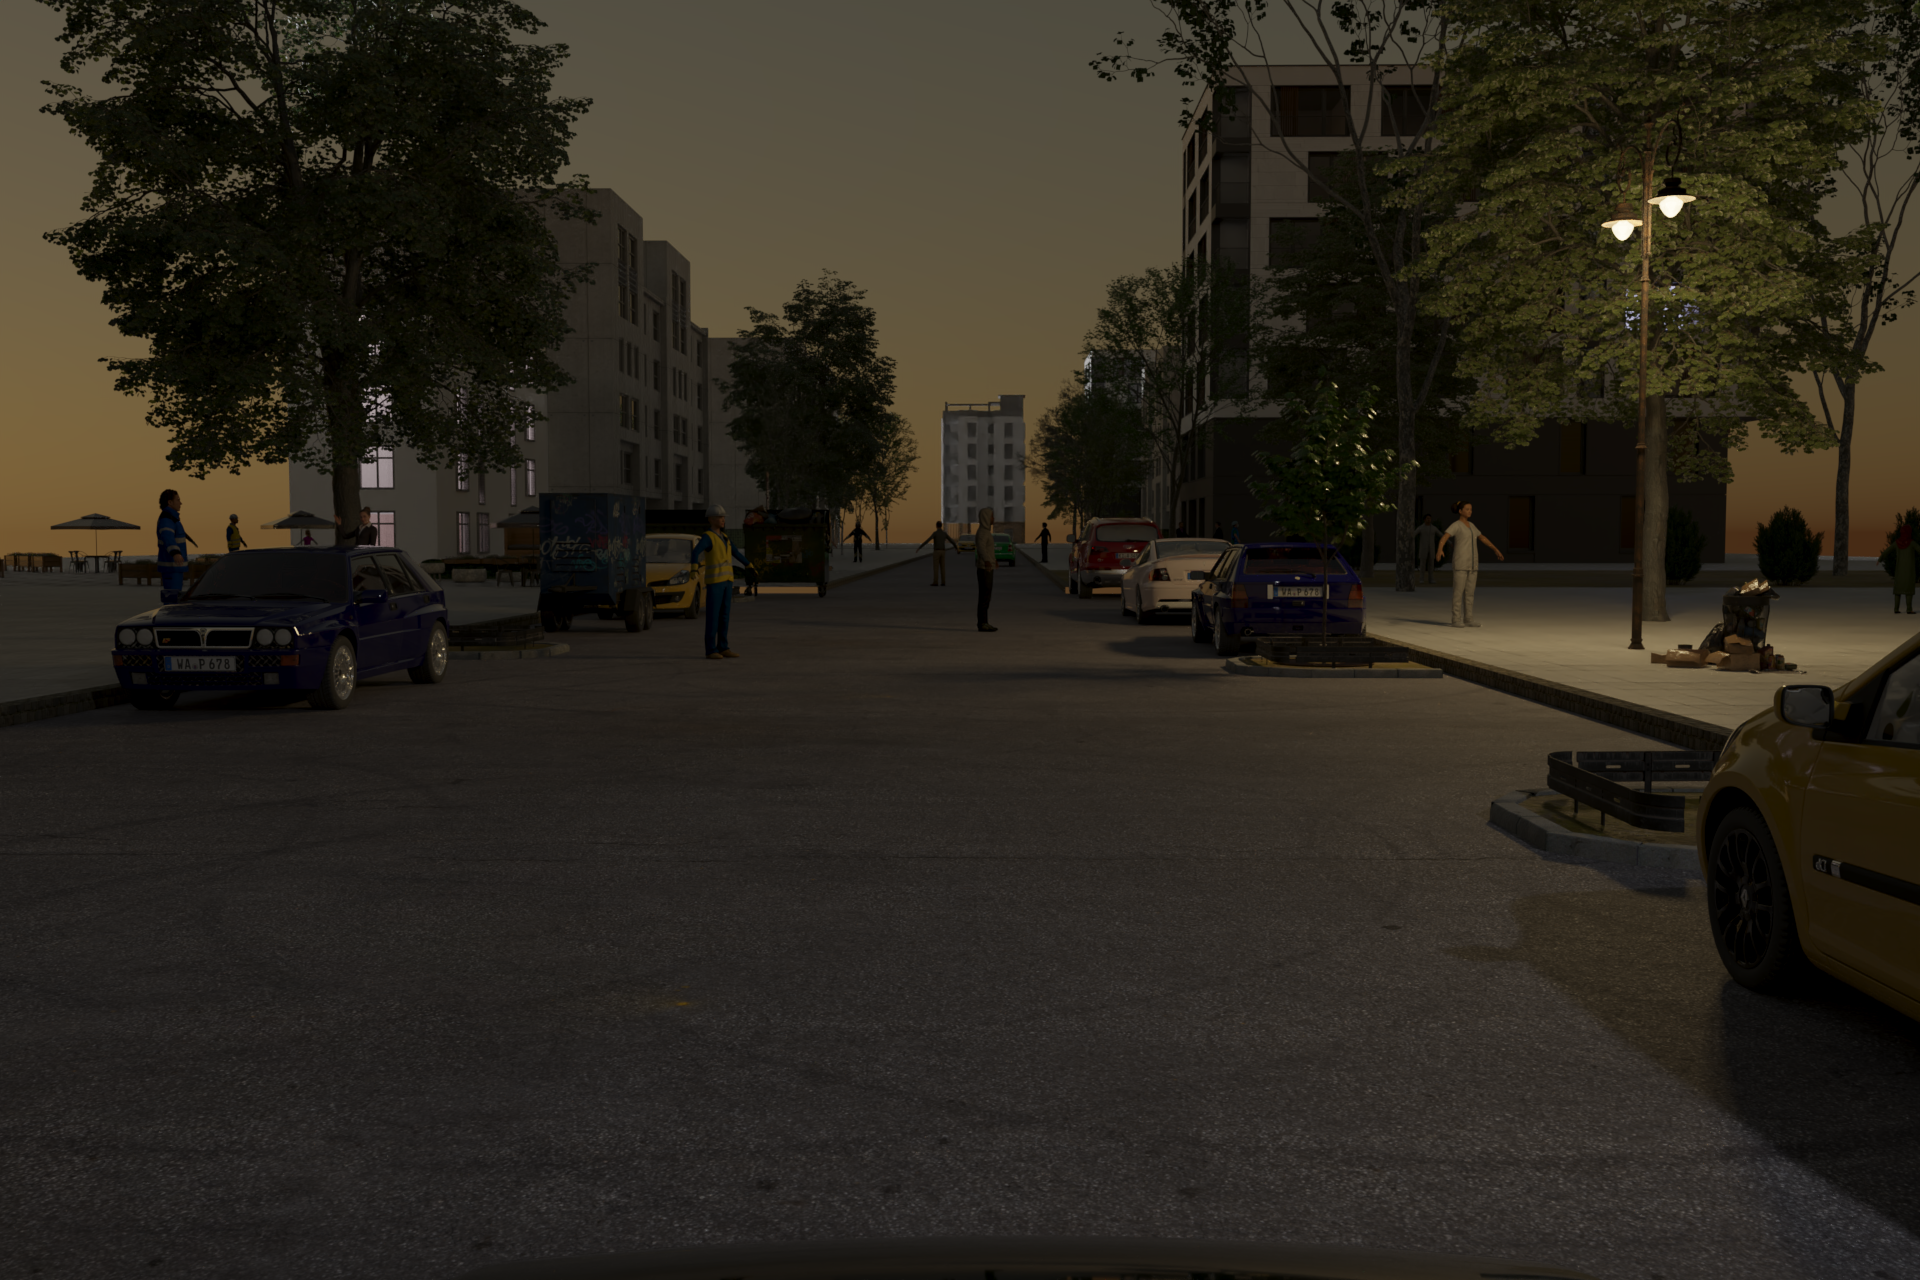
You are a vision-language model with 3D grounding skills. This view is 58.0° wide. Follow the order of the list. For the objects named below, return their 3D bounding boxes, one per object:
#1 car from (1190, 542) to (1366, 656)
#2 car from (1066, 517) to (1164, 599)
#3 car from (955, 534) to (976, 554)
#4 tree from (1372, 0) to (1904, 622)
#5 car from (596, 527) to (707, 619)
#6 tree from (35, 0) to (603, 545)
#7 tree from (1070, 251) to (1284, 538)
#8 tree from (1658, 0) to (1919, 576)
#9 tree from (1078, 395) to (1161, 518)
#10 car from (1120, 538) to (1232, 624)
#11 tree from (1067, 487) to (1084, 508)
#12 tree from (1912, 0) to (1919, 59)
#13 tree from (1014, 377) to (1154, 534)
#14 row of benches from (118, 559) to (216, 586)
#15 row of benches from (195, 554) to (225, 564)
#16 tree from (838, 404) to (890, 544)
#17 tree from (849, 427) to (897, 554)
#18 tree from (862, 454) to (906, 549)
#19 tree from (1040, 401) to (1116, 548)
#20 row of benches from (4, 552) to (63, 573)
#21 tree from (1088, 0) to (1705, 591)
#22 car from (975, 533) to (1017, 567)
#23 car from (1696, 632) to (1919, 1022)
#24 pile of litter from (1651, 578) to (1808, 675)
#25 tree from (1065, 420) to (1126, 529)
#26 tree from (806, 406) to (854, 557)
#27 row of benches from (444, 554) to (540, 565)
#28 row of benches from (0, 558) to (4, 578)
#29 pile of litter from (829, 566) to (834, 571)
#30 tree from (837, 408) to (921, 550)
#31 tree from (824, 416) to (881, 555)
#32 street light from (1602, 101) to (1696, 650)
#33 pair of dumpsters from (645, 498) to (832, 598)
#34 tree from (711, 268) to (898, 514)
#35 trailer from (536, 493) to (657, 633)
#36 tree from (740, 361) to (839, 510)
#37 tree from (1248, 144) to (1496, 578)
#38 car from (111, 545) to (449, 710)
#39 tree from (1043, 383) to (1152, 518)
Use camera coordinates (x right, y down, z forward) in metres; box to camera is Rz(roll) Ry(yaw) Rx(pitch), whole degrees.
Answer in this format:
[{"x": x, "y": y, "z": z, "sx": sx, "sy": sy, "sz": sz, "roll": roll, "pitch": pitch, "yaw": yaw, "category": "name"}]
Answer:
[{"x": 3.908, "y": -0.556, "z": 21.676, "sx": 1.945, "sy": 1.354, "sz": 3.894, "roll": 0, "pitch": 4, "yaw": 1, "category": "car"}, {"x": 3.630, "y": -1.911, "z": 39.910, "sx": 2.281, "sy": 1.827, "sz": 5.304, "roll": 0, "pitch": 4, "yaw": 0, "category": "car"}, {"x": 0.637, "y": -6.984, "z": 124.410, "sx": 2.015, "sy": 1.641, "sz": 3.980, "roll": 0, "pitch": 4, "yaw": 1, "category": "car"}, {"x": 9.817, "y": -6.546, "z": 25.148, "sx": 7.486, "sy": 12.596, "sz": 7.792, "roll": 0, "pitch": 3, "yaw": 0, "category": "tree"}, {"x": -5.232, "y": -1.233, "z": 30.384, "sx": 2.015, "sy": 1.641, "sz": 3.980, "roll": 0, "pitch": 4, "yaw": 1, "category": "car"}, {"x": -11.092, "y": -7.592, "z": 30.786, "sx": 9.857, "sy": 13.997, "sz": 8.962, "roll": 0, "pitch": 3, "yaw": 0, "category": "tree"}, {"x": 7.961, "y": -8.411, "z": 63.278, "sx": 9.928, "sy": 11.665, "sz": 9.643, "roll": 0, "pitch": 3, "yaw": 0, "category": "tree"}, {"x": 27.743, "y": -12.130, "z": 54.214, "sx": 12.611, "sy": 20.169, "sz": 13.585, "roll": 0, "pitch": 3, "yaw": 0, "category": "tree"}, {"x": 8.024, "y": -8.525, "z": 89.740, "sx": 4.737, "sy": 8.622, "sz": 4.395, "roll": 0, "pitch": 3, "yaw": 0, "category": "tree"}, {"x": 3.749, "y": -1.009, "z": 28.856, "sx": 2.083, "sy": 1.381, "sz": 4.827, "roll": 0, "pitch": 4, "yaw": 0, "category": "car"}, {"x": 17.383, "y": -18.803, "z": 233.185, "sx": 9.928, "sy": 11.665, "sz": 9.643, "roll": 0, "pitch": 3, "yaw": 0, "category": "tree"}, {"x": 9.475, "y": -6.273, "z": 9.216, "sx": 9.857, "sy": 13.997, "sz": 8.962, "roll": 0, "pitch": 3, "yaw": 0, "category": "tree"}, {"x": 9.229, "y": -13.518, "z": 131.381, "sx": 12.009, "sy": 13.543, "sz": 11.850, "roll": 0, "pitch": 3, "yaw": 0, "category": "tree"}, {"x": -19.130, "y": -1.681, "z": 42.954, "sx": 4.104, "sy": 0.672, "sz": 1.422, "roll": 2, "pitch": 4, "yaw": 24, "category": "row of benches"}, {"x": -22.437, "y": -2.281, "z": 52.753, "sx": 1.422, "sy": 0.672, "sz": 4.104, "roll": -3, "pitch": 4, "yaw": -38, "category": "row of benches"}, {"x": -15.591, "y": -23.260, "z": 236.194, "sx": 12.611, "sy": 20.169, "sz": 13.585, "roll": 0, "pitch": 3, "yaw": 0, "category": "tree"}, {"x": -6.808, "y": -9.966, "z": 113.312, "sx": 4.360, "sy": 8.622, "sz": 3.978, "roll": 0, "pitch": 3, "yaw": 0, "category": "tree"}, {"x": -6.379, "y": -11.901, "z": 144.938, "sx": 4.737, "sy": 8.622, "sz": 4.395, "roll": 0, "pitch": 3, "yaw": 0, "category": "tree"}, {"x": 10.118, "y": -14.042, "z": 147.713, "sx": 7.486, "sy": 12.596, "sz": 7.792, "roll": 0, "pitch": 3, "yaw": 0, "category": "tree"}, {"x": -31.548, "y": -2.661, "z": 58.966, "sx": 4.104, "sy": 0.672, "sz": 1.422, "roll": 3, "pitch": 5, "yaw": 45, "category": "row of benches"}, {"x": 9.089, "y": -11.076, "z": 36.976, "sx": 12.611, "sy": 20.169, "sz": 13.585, "roll": 0, "pitch": 3, "yaw": 0, "category": "tree"}, {"x": 1.573, "y": -4.198, "z": 77.439, "sx": 1.959, "sy": 1.807, "sz": 4.718, "roll": 0, "pitch": 4, "yaw": 1, "category": "car"}, {"x": 3.263, "y": 0.366, "z": 4.242, "sx": 2.015, "sy": 1.641, "sz": 3.980, "roll": 0, "pitch": 4, "yaw": 2, "category": "car"}, {"x": 7.366, "y": -0.164, "z": 16.642, "sx": 1.176, "sy": 0.858, "sz": 1.719, "roll": 0, "pitch": 4, "yaw": 1, "category": "pile of litter"}, {"x": 8.156, "y": -9.691, "z": 108.813, "sx": 4.360, "sy": 8.622, "sz": 3.978, "roll": 0, "pitch": 3, "yaw": 0, "category": "tree"}, {"x": -6.951, "y": -8.929, "z": 96.355, "sx": 4.360, "sy": 8.622, "sz": 3.978, "roll": 0, "pitch": 3, "yaw": 0, "category": "tree"}, {"x": -14.067, "y": -2.311, "z": 53.244, "sx": 1.422, "sy": 0.672, "sz": 4.104, "roll": 2, "pitch": 4, "yaw": 35, "category": "row of benches"}, {"x": -29.268, "y": -2.235, "z": 51.999, "sx": 1.422, "sy": 0.672, "sz": 4.104, "roll": -2, "pitch": 4, "yaw": -34, "category": "row of benches"}, {"x": -5.005, "y": -2.847, "z": 60.519, "sx": 1.176, "sy": 0.858, "sz": 1.719, "roll": 0, "pitch": 4, "yaw": 1, "category": "pile of litter"}, {"x": -6.633, "y": -12.851, "z": 135.864, "sx": 9.928, "sy": 11.665, "sz": 9.643, "roll": 0, "pitch": 3, "yaw": 0, "category": "tree"}, {"x": -7.048, "y": -9.464, "z": 105.094, "sx": 4.737, "sy": 8.622, "sz": 4.395, "roll": 0, "pitch": 3, "yaw": 0, "category": "tree"}, {"x": 7.536, "y": -2.834, "z": 19.118, "sx": 0.468, "sy": 5.910, "sz": 1.993, "roll": 0, "pitch": 4, "yaw": 1, "category": "street light"}, {"x": -5.154, "y": -2.106, "z": 39.387, "sx": 4.436, "sy": 2.255, "sz": 1.574, "roll": 0, "pitch": 4, "yaw": 1, "category": "pair of dumpsters"}, {"x": -7.396, "y": -10.898, "z": 84.837, "sx": 9.857, "sy": 13.997, "sz": 8.962, "roll": 0, "pitch": 3, "yaw": 0, "category": "tree"}, {"x": -5.347, "y": -1.085, "z": 24.781, "sx": 1.471, "sy": 1.999, "sz": 3.904, "roll": 0, "pitch": 4, "yaw": 1, "category": "trailer"}, {"x": -7.482, "y": -7.513, "z": 73.198, "sx": 4.360, "sy": 8.622, "sz": 3.978, "roll": 0, "pitch": 3, "yaw": 0, "category": "tree"}, {"x": 12.225, "y": -8.140, "z": 51.215, "sx": 7.486, "sy": 12.596, "sz": 7.792, "roll": 0, "pitch": 3, "yaw": 0, "category": "tree"}, {"x": -5.864, "y": -0.169, "z": 15.340, "sx": 1.945, "sy": 1.354, "sz": 3.894, "roll": 0, "pitch": 4, "yaw": 1, "category": "car"}, {"x": 9.429, "y": -11.779, "z": 118.337, "sx": 9.928, "sy": 11.665, "sz": 9.643, "roll": 0, "pitch": 3, "yaw": 0, "category": "tree"}]
